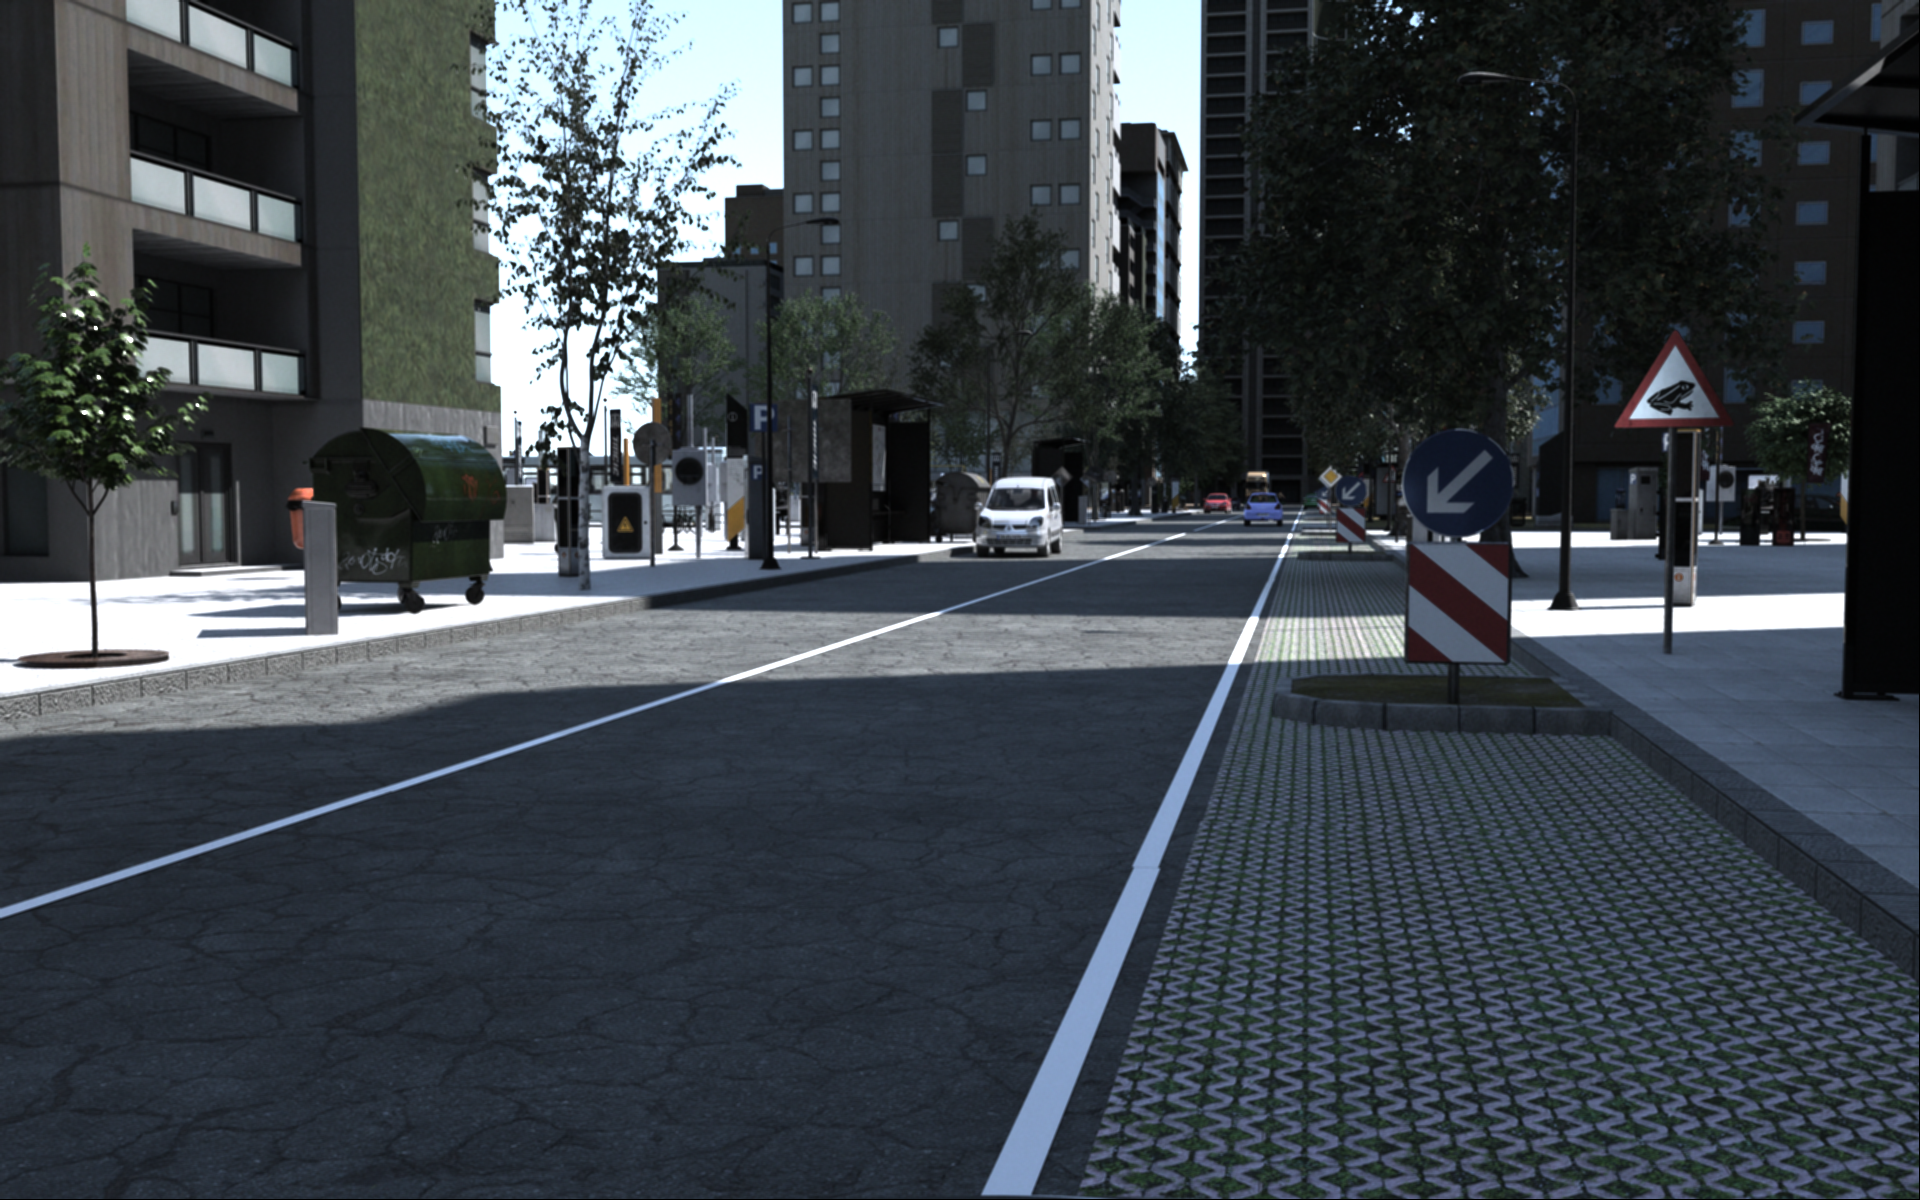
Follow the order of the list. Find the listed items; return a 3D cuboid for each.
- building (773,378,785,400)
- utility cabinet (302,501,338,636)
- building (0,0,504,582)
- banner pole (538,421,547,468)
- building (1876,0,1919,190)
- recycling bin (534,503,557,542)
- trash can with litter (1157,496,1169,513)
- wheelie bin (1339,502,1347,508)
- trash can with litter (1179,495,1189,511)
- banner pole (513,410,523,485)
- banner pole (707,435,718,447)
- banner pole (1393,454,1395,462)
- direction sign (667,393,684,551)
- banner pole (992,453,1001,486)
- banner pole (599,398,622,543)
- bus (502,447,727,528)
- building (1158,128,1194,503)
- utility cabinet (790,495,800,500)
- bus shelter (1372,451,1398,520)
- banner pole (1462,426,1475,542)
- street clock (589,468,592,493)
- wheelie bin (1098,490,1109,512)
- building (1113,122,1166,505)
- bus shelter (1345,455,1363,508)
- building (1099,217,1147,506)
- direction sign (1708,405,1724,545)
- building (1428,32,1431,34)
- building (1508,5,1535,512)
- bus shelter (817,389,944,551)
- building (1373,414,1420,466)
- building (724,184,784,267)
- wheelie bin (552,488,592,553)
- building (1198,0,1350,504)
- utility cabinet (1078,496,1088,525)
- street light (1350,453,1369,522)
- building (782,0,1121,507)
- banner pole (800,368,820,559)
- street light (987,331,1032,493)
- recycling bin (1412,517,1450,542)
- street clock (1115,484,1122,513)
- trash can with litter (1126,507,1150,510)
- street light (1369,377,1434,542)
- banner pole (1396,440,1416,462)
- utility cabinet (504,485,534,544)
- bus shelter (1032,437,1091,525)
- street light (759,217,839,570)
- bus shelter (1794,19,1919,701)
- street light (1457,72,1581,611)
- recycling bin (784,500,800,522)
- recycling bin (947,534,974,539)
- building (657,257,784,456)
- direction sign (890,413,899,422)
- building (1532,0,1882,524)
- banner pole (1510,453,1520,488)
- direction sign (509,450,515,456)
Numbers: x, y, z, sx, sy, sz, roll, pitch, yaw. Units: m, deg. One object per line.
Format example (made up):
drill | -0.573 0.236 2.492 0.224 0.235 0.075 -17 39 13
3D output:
building | -6.317 -54.589 205.197 31.000 86.520 22.319 1 4 11
utility cabinet | -5.969 -0.307 16.187 0.306 1.237 1.020 -1 4 -21
building | -17.300 -21.057 27.884 14.154 41.232 14.086 1 4 11
banner pole | -14.267 -4.237 59.285 0.401 3.779 0.863 -3 4 -38
building | 27.898 -21.590 36.592 14.154 41.232 14.086 1 4 11
recycling bin | -11.136 -2.083 46.612 0.722 1.027 0.722 0 4 4
trash can with litter | 13.675 -6.518 117.954 1.055 1.170 0.624 2 4 26
wheelie bin | 28.705 -7.446 129.652 0.693 1.594 0.980 0 4 8
trash can with litter | 17.486 -7.552 134.861 0.624 1.170 1.055 -1 4 -22
banner pole | -13.224 -3.785 51.901 0.401 3.779 0.863 0 4 3
banner pole | -10.551 -5.139 74.038 0.863 3.779 0.401 3 5 42
banner pole | 25.257 -6.737 100.175 0.863 3.779 0.401 -1 4 -22
direction sign | -6.437 -2.883 39.131 0.379 3.537 0.876 -2 4 -28
banner pole | 1.775 -6.227 91.834 0.863 3.779 0.401 1 4 14
banner pole | -9.014 -3.353 44.846 0.863 3.779 0.401 3 5 39
bus | -15.452 -4.607 70.188 13.247 3.499 2.948 1 4 12
building | 20.311 -40.425 250.185 27.495 52.752 28.713 1 4 11
utility cabinet | -11.228 -6.475 117.028 1.020 1.237 0.306 1 4 22
bus shelter | 20.910 -5.479 83.500 2.014 3.302 5.546 1 4 11
banner pole | 13.676 -3.463 46.634 0.863 3.779 0.401 -1 4 -19
street clock | -9.423 -2.370 43.327 0.358 2.002 0.471 1 4 21
wheelie bin | 10.104 -6.966 121.799 0.980 1.594 0.693 3 4 37
building | 16.665 -34.006 206.107 14.200 45.320 14.600 1 4 11
bus shelter | 31.008 -9.623 134.974 2.179 5.291 8.768 1 4 11
building | 11.698 -24.992 180.316 14.160 30.474 14.107 1 4 11
direction sign | 19.182 -3.171 43.842 0.379 3.537 0.876 2 4 34
building | 64.456 -36.665 188.717 28.713 52.752 27.495 1 4 11
building | 45.301 -49.080 115.136 22.319 86.520 31.000 1 4 11
bus shelter | -1.864 -3.101 41.991 1.731 3.624 6.357 1 4 12
building | 70.034 -37.841 238.308 30.456 49.044 23.786 1 4 11
building | -25.092 -36.827 252.231 14.200 45.320 14.600 1 4 11
wheelie bin | -8.327 -1.792 37.207 0.693 1.594 0.980 -3 4 -37
building | 44.211 -49.144 241.751 20.611 71.187 20.563 1 4 11
utility cabinet | 5.092 -3.711 71.833 0.306 1.237 1.020 1 4 10
street light | 14.258 -5.329 59.675 1.470 5.913 1.316 1 4 11
building | 0.316 -34.939 160.496 28.713 52.752 27.495 1 4 11
banner pole | -2.941 -2.729 34.635 0.401 3.779 0.863 1 4 10
street light | 1.346 -4.708 49.509 1.470 5.913 1.316 1 4 11
recycling bin | 11.457 -1.800 41.983 0.722 1.027 0.722 3 5 43
street clock | 11.004 -7.093 120.541 0.471 2.002 0.358 0 4 -1
trash can with litter | 14.879 -8.080 143.169 2.233 1.210 1.678 2 4 24
street light | 10.196 -4.093 39.467 1.470 5.913 1.316 1 4 11
banner pole | 15.248 -4.200 58.683 0.401 3.779 0.863 -1 4 -21
utility cabinet | -11.493 -2.174 44.229 1.173 1.500 0.318 -1 4 -9
bus shelter | 4.376 -5.066 74.108 1.731 3.624 6.357 1 4 11
street light | -2.711 -3.472 29.300 1.470 5.913 1.316 1 4 11
bus shelter | 5.432 -1.006 7.726 1.731 3.624 6.357 1 4 11
street light | 6.180 -2.851 19.163 1.470 5.913 1.316 1 4 11
recycling bin | -7.657 -4.084 79.322 0.722 1.027 0.722 0 4 1
recycling bin | 0.083 -2.384 51.529 0.722 1.027 0.722 -3 4 -37
building | -28.538 -27.118 215.087 14.107 30.474 14.160 1 4 11
direction sign | -1.804 -3.312 46.147 0.379 3.537 0.876 -2 4 -25
building | 34.780 -26.294 80.023 14.200 45.320 14.600 1 4 11
banner pole | 29.844 -6.345 93.752 0.863 3.779 0.401 1 4 11
direction sign | -23.038 -5.943 89.165 0.379 3.537 0.876 0 4 5
